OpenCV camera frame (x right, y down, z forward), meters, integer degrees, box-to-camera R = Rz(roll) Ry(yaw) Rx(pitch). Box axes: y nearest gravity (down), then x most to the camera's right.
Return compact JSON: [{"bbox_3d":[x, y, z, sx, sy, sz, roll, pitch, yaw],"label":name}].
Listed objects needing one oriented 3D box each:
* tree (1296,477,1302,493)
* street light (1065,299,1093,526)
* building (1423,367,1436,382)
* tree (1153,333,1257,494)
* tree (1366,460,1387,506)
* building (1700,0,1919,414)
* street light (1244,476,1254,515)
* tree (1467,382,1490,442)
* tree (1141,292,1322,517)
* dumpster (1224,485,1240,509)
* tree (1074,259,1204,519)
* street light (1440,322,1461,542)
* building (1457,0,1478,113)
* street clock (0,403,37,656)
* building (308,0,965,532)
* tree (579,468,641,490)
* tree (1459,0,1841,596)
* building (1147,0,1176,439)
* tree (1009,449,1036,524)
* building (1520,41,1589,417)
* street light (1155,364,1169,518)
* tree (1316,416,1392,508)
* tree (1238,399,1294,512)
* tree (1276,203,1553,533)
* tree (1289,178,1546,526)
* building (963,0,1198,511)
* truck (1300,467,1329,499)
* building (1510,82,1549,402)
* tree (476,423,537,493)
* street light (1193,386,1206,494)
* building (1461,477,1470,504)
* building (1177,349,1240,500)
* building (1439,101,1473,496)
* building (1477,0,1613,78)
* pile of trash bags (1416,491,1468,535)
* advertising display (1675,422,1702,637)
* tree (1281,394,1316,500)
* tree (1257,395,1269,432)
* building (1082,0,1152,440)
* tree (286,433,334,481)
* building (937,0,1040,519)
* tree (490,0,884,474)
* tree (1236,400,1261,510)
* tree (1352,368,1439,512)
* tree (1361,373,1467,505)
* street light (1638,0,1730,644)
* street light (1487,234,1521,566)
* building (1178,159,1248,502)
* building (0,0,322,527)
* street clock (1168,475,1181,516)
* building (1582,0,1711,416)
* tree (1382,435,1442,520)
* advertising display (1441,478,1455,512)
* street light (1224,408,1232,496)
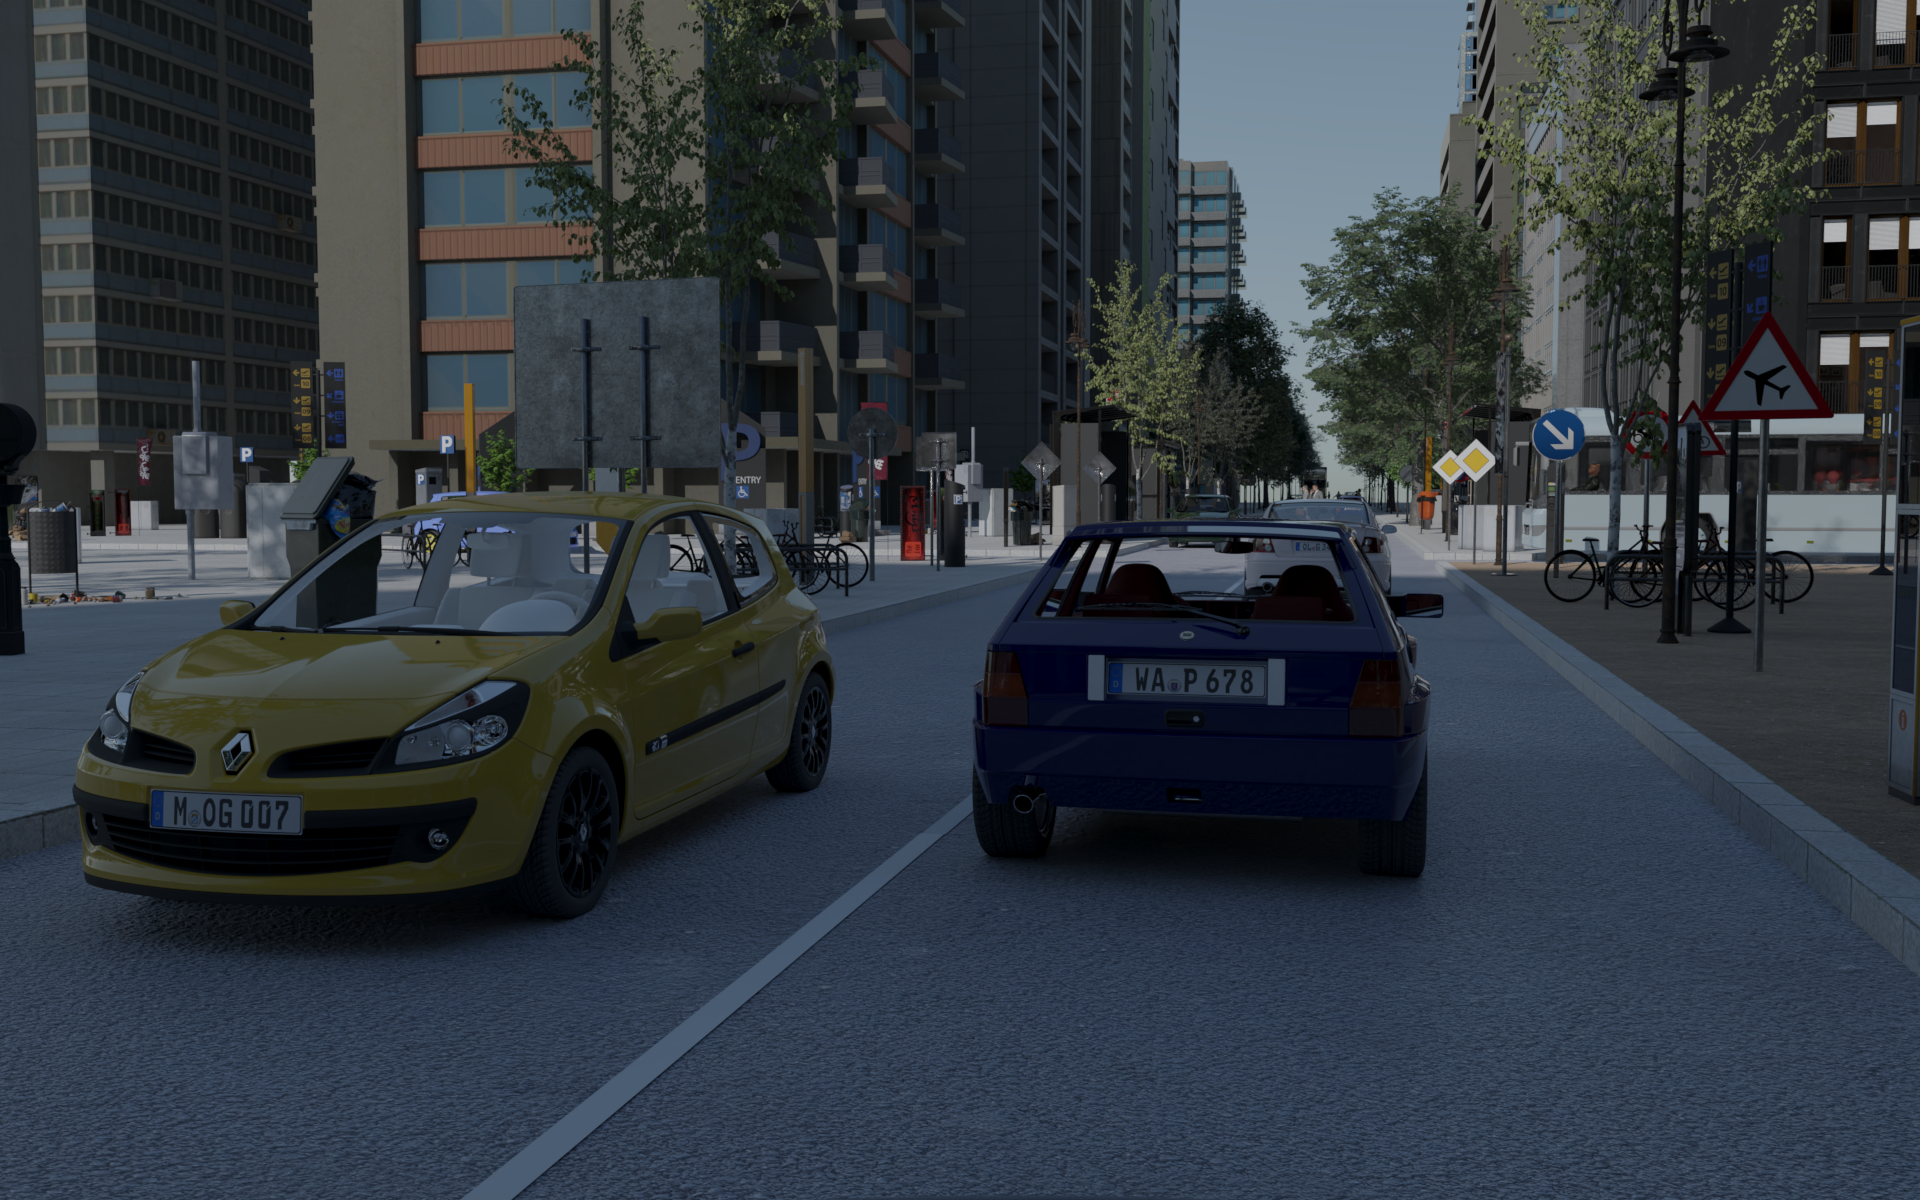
[{"bbox_3d":[49.359,-18.357,250.499,4.360,8.622,3.978,0,3,0],"label":"tree"},{"bbox_3d":[2.833,-4.189,41.276,0.468,5.910,1.993,1,4,13],"label":"street light"},{"bbox_3d":[76.006,-29.730,257.788,14.160,30.474,14.107,1,4,13],"label":"building"},{"bbox_3d":[10.548,-7.865,78.948,4.360,8.622,3.978,0,3,0],"label":"tree"},{"bbox_3d":[44.536,-14.149,181.703,4.737,8.622,4.395,0,3,0],"label":"tree"},{"bbox_3d":[30.534,-13.375,48.359,15.834,23.373,12.332,1,4,13],"label":"building"},{"bbox_3d":[17.746,-8.229,107.337,0.468,5.910,1.993,1,4,13],"label":"street light"},{"bbox_3d":[32.502,-9.623,107.698,4.360,8.622,3.978,0,3,0],"label":"tree"},{"bbox_3d":[15.532,-11.112,98.687,9.611,12.733,9.660,0,3,0],"label":"tree"},{"bbox_3d":[17.733,-6.619,113.973,1.264,1.857,1.865,1,4,13],"label":"dumpster"},{"bbox_3d":[5.613,-6.339,54.000,4.737,8.622,4.395,0,3,0],"label":"tree"},{"bbox_3d":[13.195,-4.520,46.695,0.468,5.910,1.993,1,4,13],"label":"street light"},{"bbox_3d":[75.896,-56.291,233.036,22.319,86.520,31.000,1,4,13],"label":"building"},{"bbox_3d":[-7.609,-0.563,13.772,0.471,2.002,0.358,0,4,1],"label":"street clock"},{"bbox_3d":[-12.179,-25.243,67.344,22.147,44.769,28.867,1,4,13],"label":"building"},{"bbox_3d":[-9.434,-3.228,47.386,1.663,3.219,1.824,0,3,0],"label":"tree"},{"bbox_3d":[8.475,-4.354,21.546,4.737,8.622,4.395,0,3,0],"label":"tree"},{"bbox_3d":[3.623,-34.050,145.948,28.713,52.752,27.495,1,4,13],"label":"building"},{"bbox_3d":[2.725,-4.878,74.353,1.663,3.219,1.824,0,3,0],"label":"tree"},{"bbox_3d":[39.540,-17.216,99.497,12.078,24.808,19.932,1,4,13],"label":"building"},{"bbox_3d":[6.790,-5.232,58.336,0.468,5.910,1.993,1,4,13],"label":"street light"},{"bbox_3d":[39.857,-15.325,160.937,12.009,13.543,11.850,0,3,0],"label":"tree"},{"bbox_3d":[20.688,-10.394,120.298,4.737,8.622,4.395,0,3,0],"label":"tree"},{"bbox_3d":[15.606,-7.464,56.445,7.601,10.594,8.767,-1,4,-12],"label":"tree"},{"bbox_3d":[18.385,-9.971,69.680,9.857,13.997,8.962,0,3,0],"label":"tree"},{"bbox_3d":[12.790,-44.630,167.950,20.563,71.187,20.611,1,4,13],"label":"building"},{"bbox_3d":[36.902,-11.699,180.189,2.839,4.237,11.283,1,4,12],"label":"truck"},{"bbox_3d":[46.476,-21.531,123.730,14.160,30.474,14.107,1,4,13],"label":"building"},{"bbox_3d":[-12.322,-3.211,47.102,1.663,3.219,1.824,0,3,0],"label":"tree"},{"bbox_3d":[10.293,-6.226,74.575,0.468,5.910,1.993,1,4,13],"label":"street light"},{"bbox_3d":[64.101,-28.717,161.402,32.217,40.220,23.993,1,4,13],"label":"building"},{"bbox_3d":[21.188,-23.098,222.685,27.650,21.520,28.899,1,4,13],"label":"building"},{"bbox_3d":[69.125,-35.778,208.675,21.300,48.544,21.600,1,4,13],"label":"building"},{"bbox_3d":[53.434,-31.591,140.210,21.300,48.544,21.600,1,4,13],"label":"building"},{"bbox_3d":[15.879,-2.745,54.628,1.912,1.369,3.447,-3,5,-39],"label":"pile of trash bags"},{"bbox_3d":[6.663,-0.658,15.980,0.123,1.923,0.974,1,4,13],"label":"advertising display"},{"bbox_3d":[38.181,-17.960,204.017,12.009,13.543,11.850,0,3,0],"label":"tree"},{"bbox_3d":[12.903,-8.264,85.478,4.360,8.622,3.978,0,3,0],"label":"tree"},{"bbox_3d":[5.908,-26.969,124.531,14.154,41.232,14.086,1,4,13],"label":"building"},{"bbox_3d":[-19.945,-3.589,53.281,1.663,3.219,1.824,0,3,0],"label":"tree"},{"bbox_3d":[-1.592,-40.331,97.661,20.563,71.187,20.611,1,4,13],"label":"building"},{"bbox_3d":[-2.873,-4.259,20.005,4.737,8.622,4.395,0,3,0],"label":"tree"},{"bbox_3d":[24.927,-12.787,143.474,8.767,10.594,7.601,1,4,16],"label":"tree"},{"bbox_3d":[31.664,-12.299,126.836,9.928,11.665,9.643,0,3,0],"label":"tree"},{"bbox_3d":[26.272,-9.191,100.633,4.360,8.622,3.978,0,3,0],"label":"tree"},{"bbox_3d":[6.098,-2.566,14.743,0.468,5.910,1.993,1,4,13],"label":"street light"},{"bbox_3d":[9.684,-3.558,30.963,0.468,5.910,1.993,1,4,13],"label":"street light"},{"bbox_3d":[29.734,-38.595,250.630,23.786,49.044,30.456,1,4,13],"label":"building"},{"bbox_3d":[-43.354,-23.439,75.103,23.993,40.220,32.217,1,4,13],"label":"building"},{"bbox_3d":[8.130,-3.741,65.737,0.471,2.002,0.358,0,4,8],"label":"street clock"},{"bbox_3d":[36.818,-17.372,77.541,14.314,27.812,24.014,1,4,13],"label":"building"},{"bbox_3d":[22.850,-6.291,86.572,4.285,4.588,4.351,0,3,0],"label":"tree"},{"bbox_3d":[17.723,-3.528,62.900,0.123,1.923,0.974,3,4,36],"label":"advertising display"},{"bbox_3d":[14.087,-7.238,91.132,0.468,5.910,1.993,1,4,13],"label":"street light"}]
